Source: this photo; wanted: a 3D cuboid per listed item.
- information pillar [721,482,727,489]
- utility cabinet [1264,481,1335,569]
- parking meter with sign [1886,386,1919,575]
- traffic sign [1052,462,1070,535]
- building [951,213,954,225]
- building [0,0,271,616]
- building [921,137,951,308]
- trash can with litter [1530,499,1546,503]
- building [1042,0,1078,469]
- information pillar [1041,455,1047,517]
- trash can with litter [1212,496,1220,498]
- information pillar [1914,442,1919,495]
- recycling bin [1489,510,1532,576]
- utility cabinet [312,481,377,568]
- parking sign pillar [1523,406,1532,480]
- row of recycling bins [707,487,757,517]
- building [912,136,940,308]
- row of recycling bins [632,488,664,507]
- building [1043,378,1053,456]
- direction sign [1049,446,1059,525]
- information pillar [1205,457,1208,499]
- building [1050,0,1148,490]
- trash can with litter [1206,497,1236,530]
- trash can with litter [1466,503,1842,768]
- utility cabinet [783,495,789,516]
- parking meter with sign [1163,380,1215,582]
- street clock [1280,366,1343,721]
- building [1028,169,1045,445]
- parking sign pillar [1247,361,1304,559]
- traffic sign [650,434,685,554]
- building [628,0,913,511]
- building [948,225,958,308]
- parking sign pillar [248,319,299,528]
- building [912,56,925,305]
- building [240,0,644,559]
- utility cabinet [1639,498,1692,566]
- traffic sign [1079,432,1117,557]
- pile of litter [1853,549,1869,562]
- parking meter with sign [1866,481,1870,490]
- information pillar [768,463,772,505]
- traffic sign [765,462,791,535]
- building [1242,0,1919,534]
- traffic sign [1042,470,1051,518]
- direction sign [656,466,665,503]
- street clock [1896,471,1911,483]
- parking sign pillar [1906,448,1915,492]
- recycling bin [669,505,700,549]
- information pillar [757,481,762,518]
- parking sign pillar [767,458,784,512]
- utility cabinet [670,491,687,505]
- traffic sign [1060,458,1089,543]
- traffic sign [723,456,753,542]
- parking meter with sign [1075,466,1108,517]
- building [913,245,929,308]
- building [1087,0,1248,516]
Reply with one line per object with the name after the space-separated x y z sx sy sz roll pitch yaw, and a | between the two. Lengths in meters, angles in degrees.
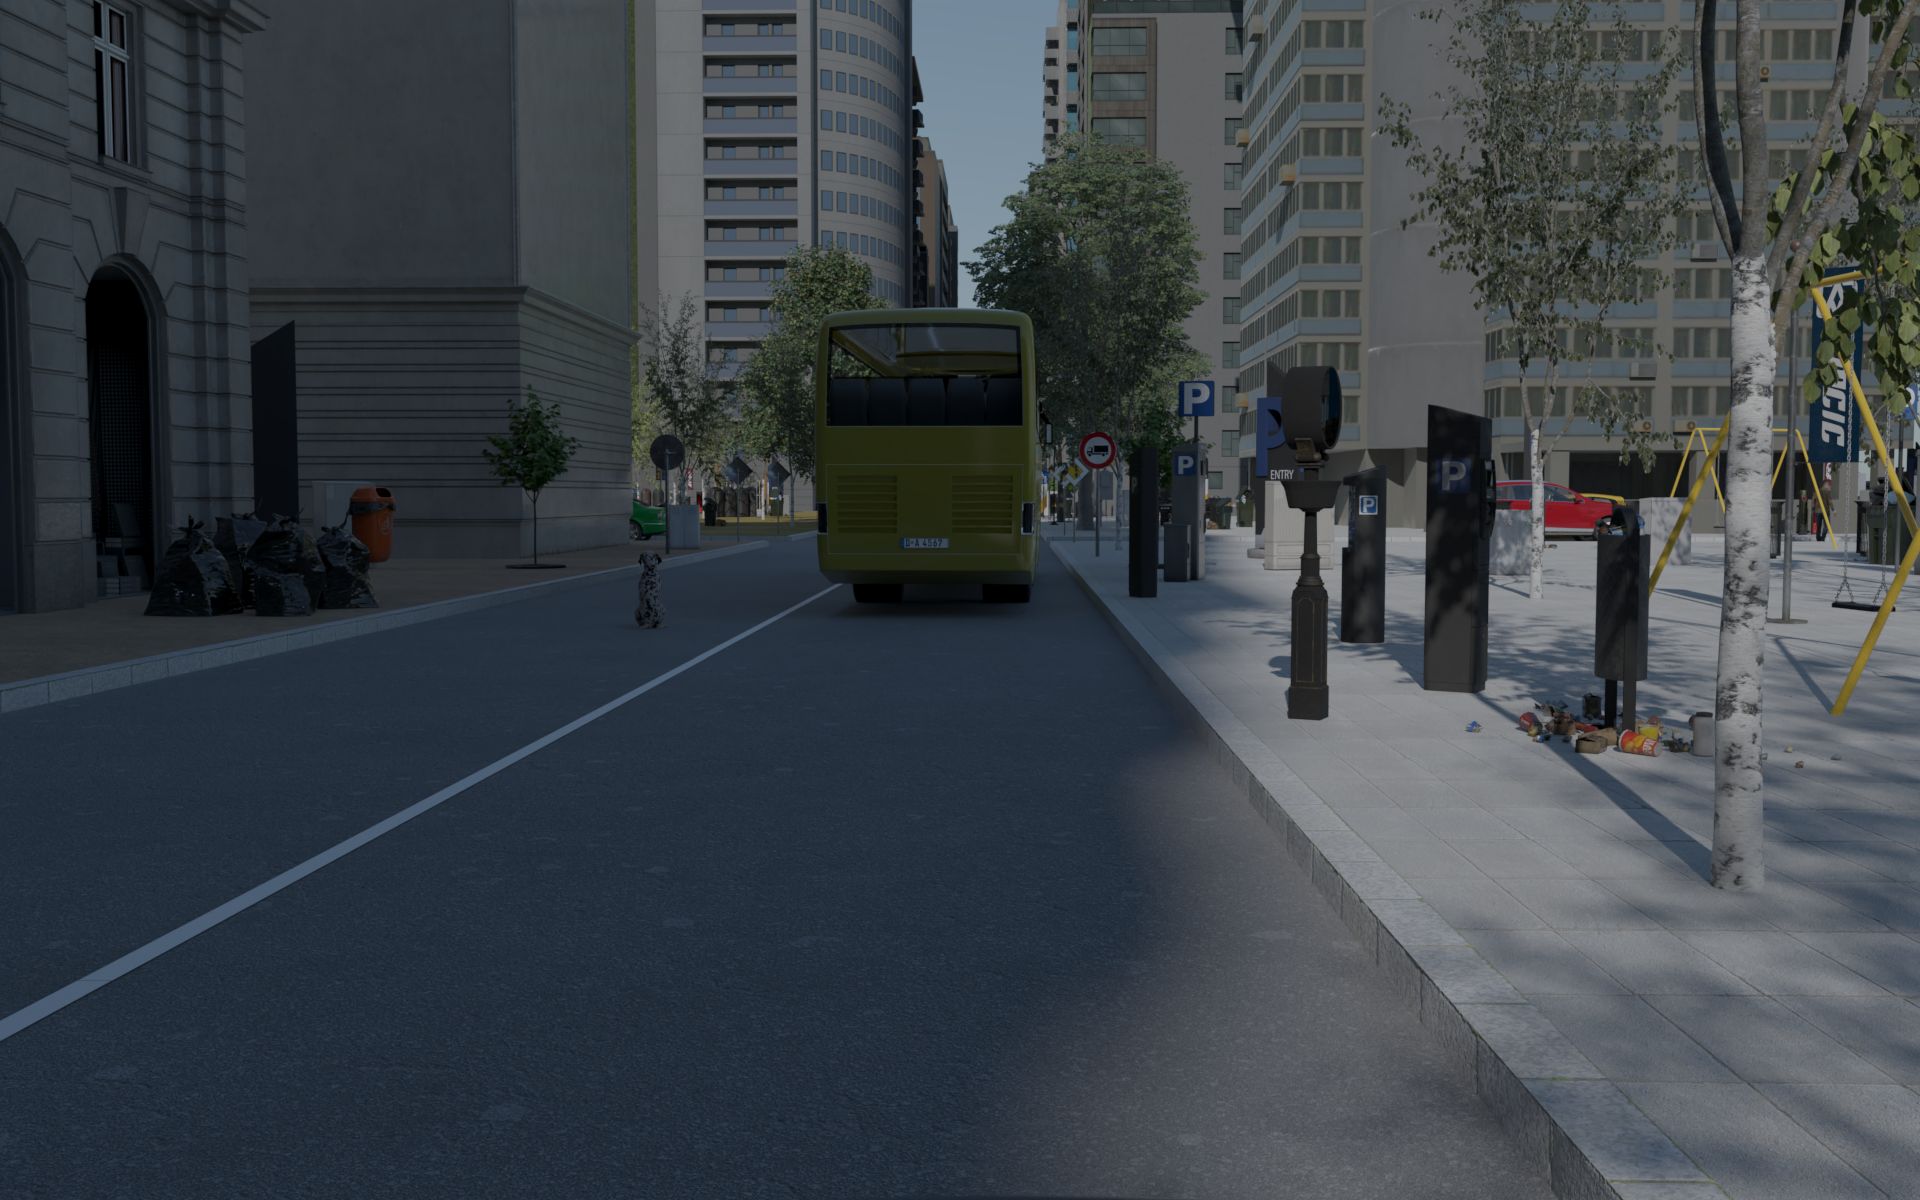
-14.245 -6.122 104.580 0.304 2.012 0.304 -1 4 -22 | information pillar
5.747 -1.259 29.269 1.173 1.500 0.318 -1 4 -20 | utility cabinet
15.373 -1.885 27.078 0.543 3.016 1.738 -1 4 -18 | parking meter with sign
3.237 -3.056 53.603 0.795 2.450 0.064 0 4 2 | traffic sign
-11.878 -39.789 274.248 21.300 48.544 21.600 0 4 2 | building
-15.928 -10.407 11.959 13.314 21.916 24.055 0 4 2 | building
-12.646 -37.611 238.636 21.300 48.544 21.600 0 4 2 | building
13.366 -1.836 41.075 2.233 1.210 1.678 -3 4 -36 | trash can with litter
19.013 -33.275 163.648 23.786 49.044 30.456 0 4 2 | building
4.687 -6.480 97.295 0.504 3.616 0.183 -3 5 -41 | information pillar
10.897 -3.967 75.919 2.233 1.210 1.678 -3 5 -45 | trash can with litter
42.744 -5.255 77.274 0.183 3.616 0.504 0 4 -4 | information pillar
8.772 -0.920 27.592 0.722 1.027 0.722 0 4 -4 | recycling bin
-10.387 -1.261 29.292 0.318 1.500 1.173 1 4 23 | utility cabinet
17.696 -3.988 53.679 1.447 3.967 1.447 1 4 20 | parking sign pillar
-12.574 -5.458 96.356 1.069 1.692 3.534 3 4 39 | row of recycling bins
-9.759 -34.894 220.631 14.600 45.320 14.200 0 4 2 | building
-23.151 -7.214 125.062 3.534 1.692 1.069 -1 4 -21 | row of recycling bins
17.624 -27.513 221.540 14.160 30.474 14.107 0 4 2 | building
3.899 -4.877 71.729 0.379 3.537 0.876 0 4 0 | direction sign
13.455 -6.377 95.612 0.504 3.616 0.183 3 4 36 | information pillar
17.712 -42.768 137.514 20.563 71.187 20.611 0 4 2 | building
9.360 -3.118 62.363 1.055 1.170 0.624 -2 4 -30 | trash can with litter
3.574 0.110 9.256 1.678 1.210 2.233 1 4 11 | trash can with litter
-10.558 -5.570 102.236 0.306 1.237 1.020 3 5 42 | utility cabinet
3.402 -1.815 25.934 0.543 3.016 1.738 1 4 17 | parking meter with sign
1.996 -0.324 9.863 0.358 2.002 0.471 2 4 27 | street clock
25.206 -41.843 273.375 28.713 52.752 27.495 0 4 2 | building
6.483 -2.821 34.595 1.447 3.967 1.447 -2 4 -30 | parking sign pillar
-6.249 -2.253 36.940 0.768 2.556 0.104 0 4 8 | traffic sign
-15.164 -36.727 142.481 21.231 58.520 28.212 0 4 2 | building
-7.476 -35.042 256.530 14.154 41.232 14.086 0 4 2 | building
-10.927 -2.341 26.743 1.447 3.967 1.447 -1 4 -23 | parking sign pillar
-14.901 -31.609 171.432 22.147 44.769 28.867 0 4 2 | building
-18.306 -12.398 38.864 21.152 22.565 11.583 0 4 2 | building
12.683 -1.223 31.159 1.020 1.237 0.306 -2 4 -25 | utility cabinet
2.817 -2.160 35.416 0.768 2.556 0.104 1 4 10 | traffic sign
17.912 -1.176 33.190 1.719 0.858 1.176 0 4 -5 | pile of litter
52.867 -6.390 100.745 1.738 3.016 0.543 2 4 32 | parking meter with sign
-13.457 -8.073 123.344 0.504 3.616 0.183 2 4 24 | information pillar
-5.653 -3.072 53.875 0.795 2.450 0.064 0 4 2 | traffic sign
24.498 -23.178 70.845 23.993 40.220 32.217 0 4 2 | building
4.419 -5.598 91.635 0.768 2.556 0.104 1 4 10 | traffic sign
-17.025 -6.519 98.586 0.379 3.537 0.876 2 4 29 | direction sign
29.890 -3.081 54.937 0.471 2.002 0.358 -2 4 -33 | street clock
51.702 -6.413 93.322 1.447 3.967 1.447 2 4 31 | parking sign pillar
-6.466 -1.714 40.578 0.722 1.027 0.722 -1 4 -9 | recycling bin
-10.817 -5.469 93.908 0.304 2.012 0.304 -3 4 -38 | information pillar
-12.751 -8.046 120.022 1.447 3.967 1.447 -3 4 -38 | parking sign pillar
-19.801 -6.920 121.826 1.173 1.500 0.318 -1 4 -9 | utility cabinet
3.010 -2.568 45.621 0.795 2.450 0.064 0 4 2 | traffic sign
-5.880 -2.584 45.893 0.795 2.450 0.064 0 4 2 | traffic sign
7.228 -6.061 95.360 1.738 3.016 0.543 1 4 12 | parking meter with sign
-10.767 -25.780 193.207 14.160 30.474 14.107 0 4 2 | building
14.688 -20.420 105.566 14.160 30.474 14.107 0 4 2 | building
